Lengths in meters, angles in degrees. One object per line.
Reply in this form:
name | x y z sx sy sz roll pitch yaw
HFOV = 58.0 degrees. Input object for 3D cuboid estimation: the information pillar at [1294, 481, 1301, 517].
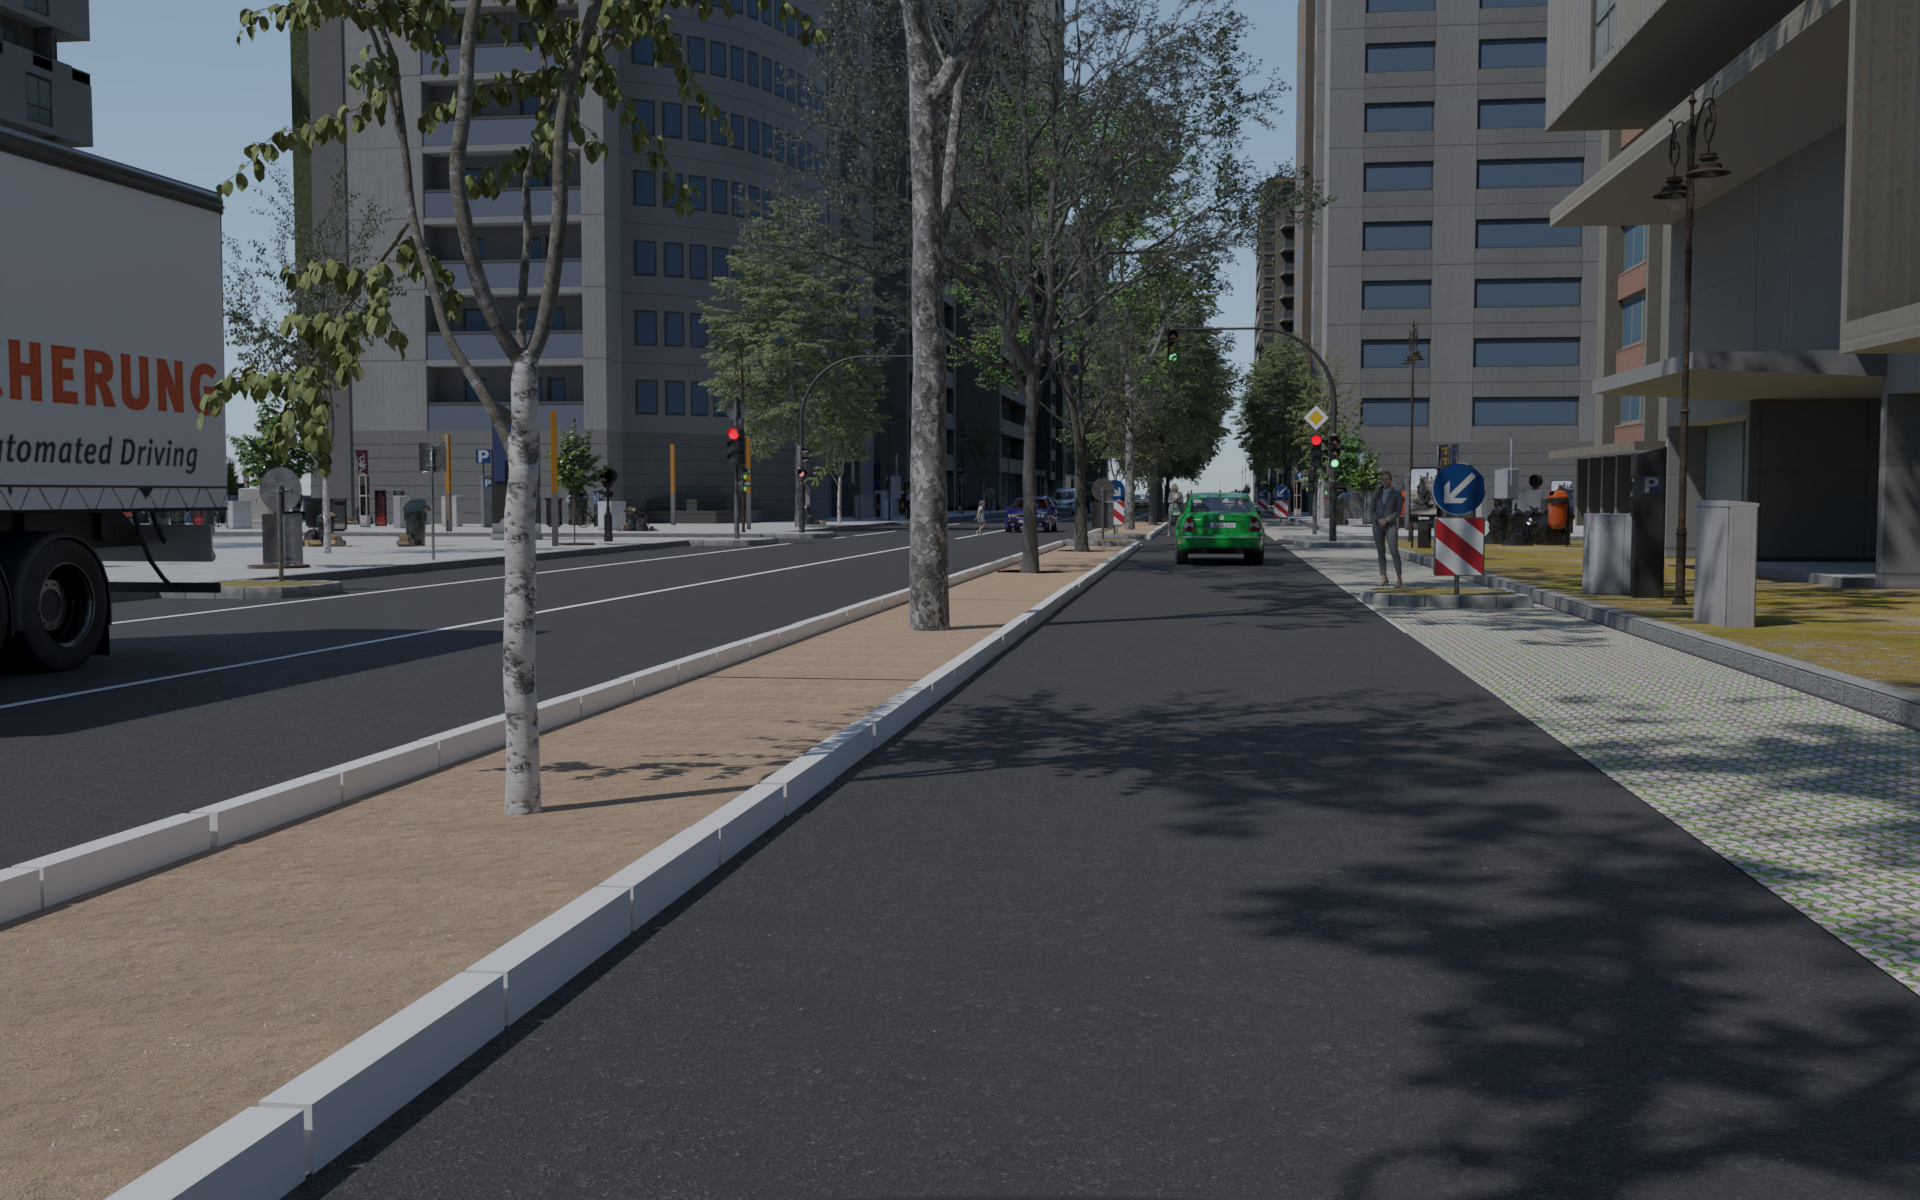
information pillar | 18.661 -5.578 95.698 0.304 2.012 0.304 -1 4 -15

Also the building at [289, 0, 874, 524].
building | -17.370 -33.277 86.082 21.231 58.520 28.212 1 4 8

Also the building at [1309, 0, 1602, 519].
building | 31.334 -34.169 100.659 21.231 58.520 28.212 1 4 8

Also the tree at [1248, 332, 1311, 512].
tree | 22.661 -12.472 122.039 7.486 12.596 7.792 0 3 0

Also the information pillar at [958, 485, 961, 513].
information pillar | 0.034 -6.880 116.980 0.304 2.012 0.304 1 4 12

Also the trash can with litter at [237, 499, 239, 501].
trash can with litter | -36.111 -4.612 86.791 0.624 1.170 1.055 1 4 21

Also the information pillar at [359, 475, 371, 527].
information pillar | -22.914 -3.803 66.669 0.304 2.012 0.304 0 4 7

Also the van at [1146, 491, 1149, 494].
van | 22.675 -12.116 205.102 2.013 2.044 4.112 0 4 7

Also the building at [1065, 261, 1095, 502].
building | 2.922 -34.127 249.865 32.217 40.220 23.993 1 4 8

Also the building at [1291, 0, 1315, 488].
building | 34.993 -30.145 142.975 14.600 45.320 14.200 1 4 8

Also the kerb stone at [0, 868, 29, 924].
kerb stone | -3.280 1.025 5.444 0.120 0.150 1.000 1 4 8

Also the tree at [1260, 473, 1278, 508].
tree | 28.747 -10.140 160.385 1.663 3.219 1.824 0 3 0

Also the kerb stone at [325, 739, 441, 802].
kerb stone | -2.837 0.839 8.503 0.120 0.150 1.000 1 4 8

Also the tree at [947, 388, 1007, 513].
tree | 1.463 -10.363 119.803 4.360 8.622 3.978 0 3 0

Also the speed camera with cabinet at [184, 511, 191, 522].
speed camera with cabinet | -35.703 -5.296 80.926 0.660 3.252 2.038 0 4 1

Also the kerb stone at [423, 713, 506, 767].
kerb stone | -2.696 0.776 9.515 0.120 0.150 1.000 1 4 8

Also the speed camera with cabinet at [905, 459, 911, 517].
speed camera with cabinet | -3.059 -6.254 96.584 0.660 3.252 2.038 3 4 38

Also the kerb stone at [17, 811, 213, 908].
kerb stone | -3.137 0.963 6.456 0.120 0.150 1.000 1 4 8

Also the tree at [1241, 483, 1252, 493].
tree | 44.185 -16.683 267.369 1.663 3.219 1.824 0 3 0

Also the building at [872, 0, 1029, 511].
building | -6.003 -31.808 143.770 21.300 48.544 21.600 1 4 8

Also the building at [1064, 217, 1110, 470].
building | 16.906 -38.617 281.504 14.600 45.320 14.200 1 4 8

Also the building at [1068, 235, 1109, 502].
building | 15.572 -35.716 267.558 14.154 41.232 14.086 1 4 8

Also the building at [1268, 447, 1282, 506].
building | 45.077 -53.317 184.408 22.319 86.520 31.000 1 4 8

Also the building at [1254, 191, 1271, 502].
building | 55.261 -38.868 259.190 21.300 48.544 21.600 1 4 8

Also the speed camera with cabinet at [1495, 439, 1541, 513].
speed camera with cabinet | 20.121 -4.167 62.462 2.038 3.252 0.660 -3 4 -38

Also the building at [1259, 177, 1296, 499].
building | 51.869 -35.414 233.639 22.147 44.769 28.867 1 4 8

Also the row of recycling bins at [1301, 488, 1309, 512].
row of recycling bins | 24.900 -7.236 125.413 1.069 1.692 3.534 1 4 9

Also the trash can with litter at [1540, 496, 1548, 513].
trash can with litter | 26.909 -4.274 80.937 2.233 1.210 1.678 3 4 38

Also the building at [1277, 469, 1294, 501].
building | 40.300 -44.095 159.197 20.563 71.187 20.611 1 4 8

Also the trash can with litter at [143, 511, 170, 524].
trash can with litter | -21.572 -2.164 46.762 0.624 1.170 1.055 0 4 -3

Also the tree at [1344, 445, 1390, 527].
tree | 15.876 -4.477 67.797 1.663 3.219 1.824 0 3 0

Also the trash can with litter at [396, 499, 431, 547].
trash can with litter | -13.397 -1.901 42.462 0.624 1.170 1.055 0 4 5

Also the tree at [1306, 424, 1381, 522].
tree | 18.044 -5.974 81.388 4.285 4.588 4.351 0 3 0

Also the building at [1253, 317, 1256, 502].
building | 54.274 -30.996 278.477 14.160 30.474 14.107 1 4 8

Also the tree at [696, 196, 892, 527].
tree | -6.644 -9.099 66.888 7.486 12.596 7.792 0 3 0

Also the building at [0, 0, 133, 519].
building | -57.521 -29.882 77.806 27.495 52.752 28.713 1 4 8

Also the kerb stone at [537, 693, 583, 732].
kerb stone | -2.547 0.714 10.537 0.120 0.150 1.000 1 4 8

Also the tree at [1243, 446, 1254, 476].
tree | 37.339 -16.280 216.545 4.737 8.622 4.395 0 3 0

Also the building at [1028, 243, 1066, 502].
building | 4.503 -26.007 196.916 14.160 30.474 14.107 1 4 8

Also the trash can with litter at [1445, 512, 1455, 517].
trash can with litter | 17.164 -2.997 60.382 0.624 1.170 1.055 2 4 31

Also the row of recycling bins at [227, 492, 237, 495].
row of recycling bins | -47.526 -6.570 114.528 1.069 1.692 3.534 2 4 28

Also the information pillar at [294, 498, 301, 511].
information pillar | -38.942 -5.947 101.733 0.304 2.012 0.304 -3 5 -43

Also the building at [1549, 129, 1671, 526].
building | 37.680 -25.006 63.479 28.867 44.769 22.147 1 4 8

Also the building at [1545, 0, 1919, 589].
building | 23.331 -26.315 19.491 28.713 52.752 27.495 1 4 8

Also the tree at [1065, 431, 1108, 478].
tree | 14.364 -16.713 207.676 8.767 10.594 7.601 0 4 6

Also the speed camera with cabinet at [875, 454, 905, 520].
speed camera with cabinet | -3.590 -5.607 86.013 0.660 3.252 2.038 -2 4 -25

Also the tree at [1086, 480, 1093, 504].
tree | 17.843 -14.601 233.321 1.663 3.219 1.824 0 3 0

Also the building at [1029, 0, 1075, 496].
building | 5.197 -48.187 226.104 20.563 71.187 20.611 1 4 8

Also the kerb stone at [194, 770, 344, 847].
kerb stone | -2.979 0.900 7.482 0.120 0.150 1.000 1 4 8

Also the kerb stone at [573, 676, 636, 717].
kerb stone | -2.400 0.654 11.550 0.120 0.150 1.000 1 4 8

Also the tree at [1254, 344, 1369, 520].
tree | 18.034 -8.312 86.264 4.737 8.622 4.395 0 3 0

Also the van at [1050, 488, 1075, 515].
van | 7.258 -6.900 119.819 2.013 2.044 4.112 1 4 9
